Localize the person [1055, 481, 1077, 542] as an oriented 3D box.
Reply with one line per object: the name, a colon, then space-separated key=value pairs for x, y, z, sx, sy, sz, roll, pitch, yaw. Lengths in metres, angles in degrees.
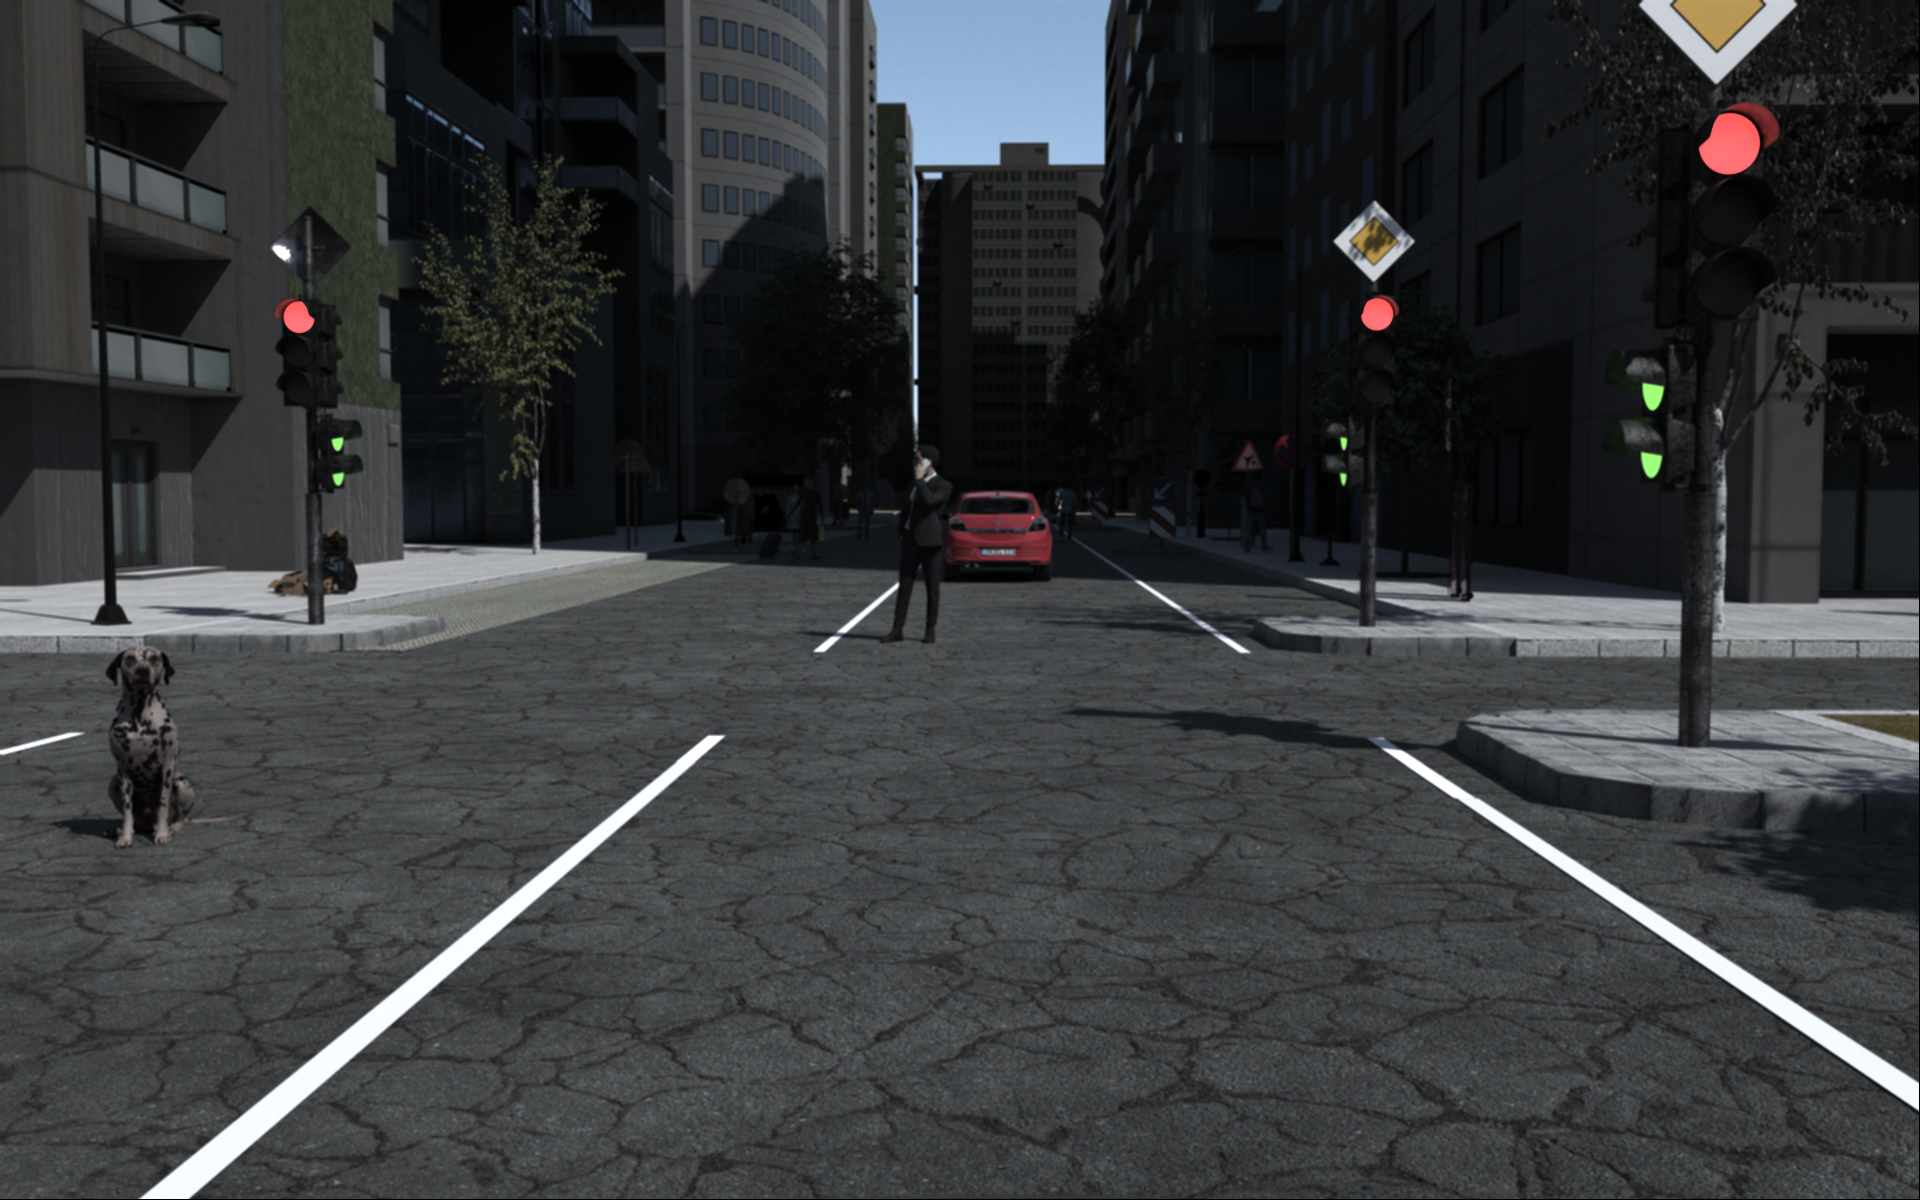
person: x=3.202 y=-2.674 z=52.244 sx=0.660 sy=1.820 sz=0.620 roll=0 pitch=4 yaw=7

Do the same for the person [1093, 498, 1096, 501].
person: x=11.052 y=-8.181 z=143.020 sx=0.599 sy=1.433 sz=0.991 roll=1 pitch=4 yaw=12

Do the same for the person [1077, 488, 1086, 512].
person: x=8.901 y=-7.241 z=125.150 sx=1.217 sy=1.743 sz=0.721 roll=0 pitch=4 yaw=-3

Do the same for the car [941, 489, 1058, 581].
car: x=0.642 y=-1.276 z=29.908 sx=2.155 sy=1.783 sz=4.494 roll=0 pitch=4 yaw=1

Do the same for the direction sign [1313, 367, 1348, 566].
direction sign: x=6.658 y=-2.390 z=31.076 sx=0.379 sy=3.537 sz=0.876 roll=-2 pitch=4 yaw=-35

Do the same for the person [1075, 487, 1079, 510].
person: x=9.602 y=-8.438 z=143.958 sx=0.705 sy=1.831 sz=1.348 roll=-1 pitch=4 yaw=-22

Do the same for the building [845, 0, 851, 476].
building: x=-15.627 y=-29.221 z=127.870 sx=14.600 sy=45.320 sz=14.200 roll=0 pitch=4 yaw=2

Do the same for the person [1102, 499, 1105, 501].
person: x=12.797 y=-9.013 z=153.953 sx=0.990 sy=1.755 sz=0.434 roll=-1 pitch=4 yaw=-22

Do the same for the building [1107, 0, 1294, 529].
building: x=18.930 y=-27.888 z=75.584 sx=23.786 sy=49.044 sz=30.456 roll=0 pitch=4 yaw=2

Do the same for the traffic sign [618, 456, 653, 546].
traffic sign: x=-8.024 y=-2.622 z=42.868 sx=0.884 sy=2.594 sz=0.081 roll=0 pitch=4 yaw=3

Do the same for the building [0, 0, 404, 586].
building: x=-18.041 y=-20.934 z=25.859 sx=14.154 sy=41.232 sz=14.086 roll=0 pitch=4 yaw=2

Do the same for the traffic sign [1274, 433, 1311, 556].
traffic sign: x=6.914 y=-2.200 z=36.074 sx=0.768 sy=2.556 sz=0.104 roll=1 pitch=4 yaw=9

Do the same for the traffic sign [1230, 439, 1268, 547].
traffic sign: x=6.824 y=-2.503 z=40.920 sx=0.884 sy=2.594 sz=0.081 roll=0 pitch=4 yaw=8

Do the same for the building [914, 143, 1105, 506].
building: x=7.113 y=-30.724 z=194.221 sx=23.993 sy=40.220 sz=32.217 roll=0 pitch=4 yaw=2

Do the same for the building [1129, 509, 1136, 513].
building: x=28.066 y=-25.957 z=116.273 sx=32.217 sy=40.220 sz=23.993 roll=0 pitch=4 yaw=2

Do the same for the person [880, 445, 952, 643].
person: x=-0.400 y=-0.540 z=16.686 sx=0.648 sy=1.900 sz=0.474 roll=2 pitch=4 yaw=31

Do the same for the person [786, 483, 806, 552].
person: x=-4.070 y=-2.058 z=43.151 sx=0.512 sy=1.701 sz=0.522 roll=0 pitch=3 yaw=0

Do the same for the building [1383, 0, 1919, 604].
building: x=19.823 y=-36.071 z=28.019 sx=20.611 sy=71.187 sz=20.563 roll=0 pitch=4 yaw=2

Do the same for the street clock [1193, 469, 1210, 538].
street clock: x=7.087 y=-2.831 z=50.851 sx=0.471 sy=2.002 sz=0.358 roll=-1 pitch=4 yaw=-13

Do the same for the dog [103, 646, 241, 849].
dog: x=-3.319 y=0.582 z=7.315 sx=0.513 sy=0.831 sz=0.800 roll=1 pitch=4 yaw=21

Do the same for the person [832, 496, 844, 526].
person: x=-5.028 y=-3.901 z=72.685 sx=0.834 sy=1.777 sz=0.661 roll=-3 pitch=4 yaw=-36

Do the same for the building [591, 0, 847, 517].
building: x=-18.794 y=-34.488 z=105.879 sx=21.231 sy=58.520 sz=28.212 roll=0 pitch=4 yaw=2

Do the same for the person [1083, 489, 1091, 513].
person: x=8.589 y=-6.729 z=117.529 sx=0.593 sy=1.643 sz=0.415 roll=1 pitch=4 yaw=16

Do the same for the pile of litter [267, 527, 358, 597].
pile of litter: x=-8.400 y=-0.516 z=22.404 sx=1.176 sy=0.858 sz=1.719 roll=0 pitch=4 yaw=6

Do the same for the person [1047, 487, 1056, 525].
person: x=4.305 y=-4.428 z=81.323 sx=0.576 sy=1.772 sz=0.534 roll=3 pitch=5 yaw=40

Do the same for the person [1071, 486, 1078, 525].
person: x=5.093 y=-4.308 z=79.122 sx=0.419 sy=1.800 sz=0.721 roll=-3 pitch=5 yaw=-45

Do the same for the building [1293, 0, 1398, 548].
building: x=16.711 y=-24.181 z=45.474 sx=14.600 sy=45.320 sz=14.200 roll=0 pitch=4 yaw=2

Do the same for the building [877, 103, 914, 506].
building: x=-12.184 y=-30.657 z=184.835 sx=14.086 sy=41.232 sz=14.154 roll=0 pitch=4 yaw=2

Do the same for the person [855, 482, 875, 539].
person: x=-3.058 y=-2.876 z=55.617 sx=0.635 sy=1.810 sz=0.391 roll=0 pitch=4 yaw=-2

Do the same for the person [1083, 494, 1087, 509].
person: x=11.032 y=-8.778 z=152.788 sx=0.991 sy=1.433 sz=0.599 roll=1 pitch=4 yaw=18

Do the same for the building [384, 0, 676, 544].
building: x=-21.887 y=-45.546 z=57.345 sx=22.319 sy=86.520 sz=31.000 roll=0 pitch=4 yaw=2

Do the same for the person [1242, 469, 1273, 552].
person: x=6.470 y=-1.952 z=37.937 sx=0.713 sy=1.824 sz=0.794 roll=-2 pitch=4 yaw=-31

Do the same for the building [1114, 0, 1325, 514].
building: x=19.528 y=-29.682 z=135.414 sx=14.600 sy=45.320 sz=14.200 roll=0 pitch=4 yaw=2

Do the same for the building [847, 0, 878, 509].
building: x=-18.632 y=-32.430 z=153.925 sx=21.600 sy=48.544 sz=21.300 roll=0 pitch=4 yaw=2

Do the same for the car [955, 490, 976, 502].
car: x=0.716 y=-9.306 z=160.831 sx=2.281 sy=1.827 sz=5.304 roll=0 pitch=4 yaw=1

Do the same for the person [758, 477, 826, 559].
person: x=-3.668 y=-1.814 z=38.370 sx=1.509 sy=1.804 sz=0.699 roll=2 pitch=4 yaw=30

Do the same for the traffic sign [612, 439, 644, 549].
traffic sign: x=-7.709 y=-2.452 z=40.198 sx=0.768 sy=2.556 sz=0.104 roll=1 pitch=4 yaw=9

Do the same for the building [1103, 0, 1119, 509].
building: x=24.024 y=-32.377 z=153.073 sx=21.300 sy=48.544 sz=21.600 roll=0 pitch=4 yaw=2
